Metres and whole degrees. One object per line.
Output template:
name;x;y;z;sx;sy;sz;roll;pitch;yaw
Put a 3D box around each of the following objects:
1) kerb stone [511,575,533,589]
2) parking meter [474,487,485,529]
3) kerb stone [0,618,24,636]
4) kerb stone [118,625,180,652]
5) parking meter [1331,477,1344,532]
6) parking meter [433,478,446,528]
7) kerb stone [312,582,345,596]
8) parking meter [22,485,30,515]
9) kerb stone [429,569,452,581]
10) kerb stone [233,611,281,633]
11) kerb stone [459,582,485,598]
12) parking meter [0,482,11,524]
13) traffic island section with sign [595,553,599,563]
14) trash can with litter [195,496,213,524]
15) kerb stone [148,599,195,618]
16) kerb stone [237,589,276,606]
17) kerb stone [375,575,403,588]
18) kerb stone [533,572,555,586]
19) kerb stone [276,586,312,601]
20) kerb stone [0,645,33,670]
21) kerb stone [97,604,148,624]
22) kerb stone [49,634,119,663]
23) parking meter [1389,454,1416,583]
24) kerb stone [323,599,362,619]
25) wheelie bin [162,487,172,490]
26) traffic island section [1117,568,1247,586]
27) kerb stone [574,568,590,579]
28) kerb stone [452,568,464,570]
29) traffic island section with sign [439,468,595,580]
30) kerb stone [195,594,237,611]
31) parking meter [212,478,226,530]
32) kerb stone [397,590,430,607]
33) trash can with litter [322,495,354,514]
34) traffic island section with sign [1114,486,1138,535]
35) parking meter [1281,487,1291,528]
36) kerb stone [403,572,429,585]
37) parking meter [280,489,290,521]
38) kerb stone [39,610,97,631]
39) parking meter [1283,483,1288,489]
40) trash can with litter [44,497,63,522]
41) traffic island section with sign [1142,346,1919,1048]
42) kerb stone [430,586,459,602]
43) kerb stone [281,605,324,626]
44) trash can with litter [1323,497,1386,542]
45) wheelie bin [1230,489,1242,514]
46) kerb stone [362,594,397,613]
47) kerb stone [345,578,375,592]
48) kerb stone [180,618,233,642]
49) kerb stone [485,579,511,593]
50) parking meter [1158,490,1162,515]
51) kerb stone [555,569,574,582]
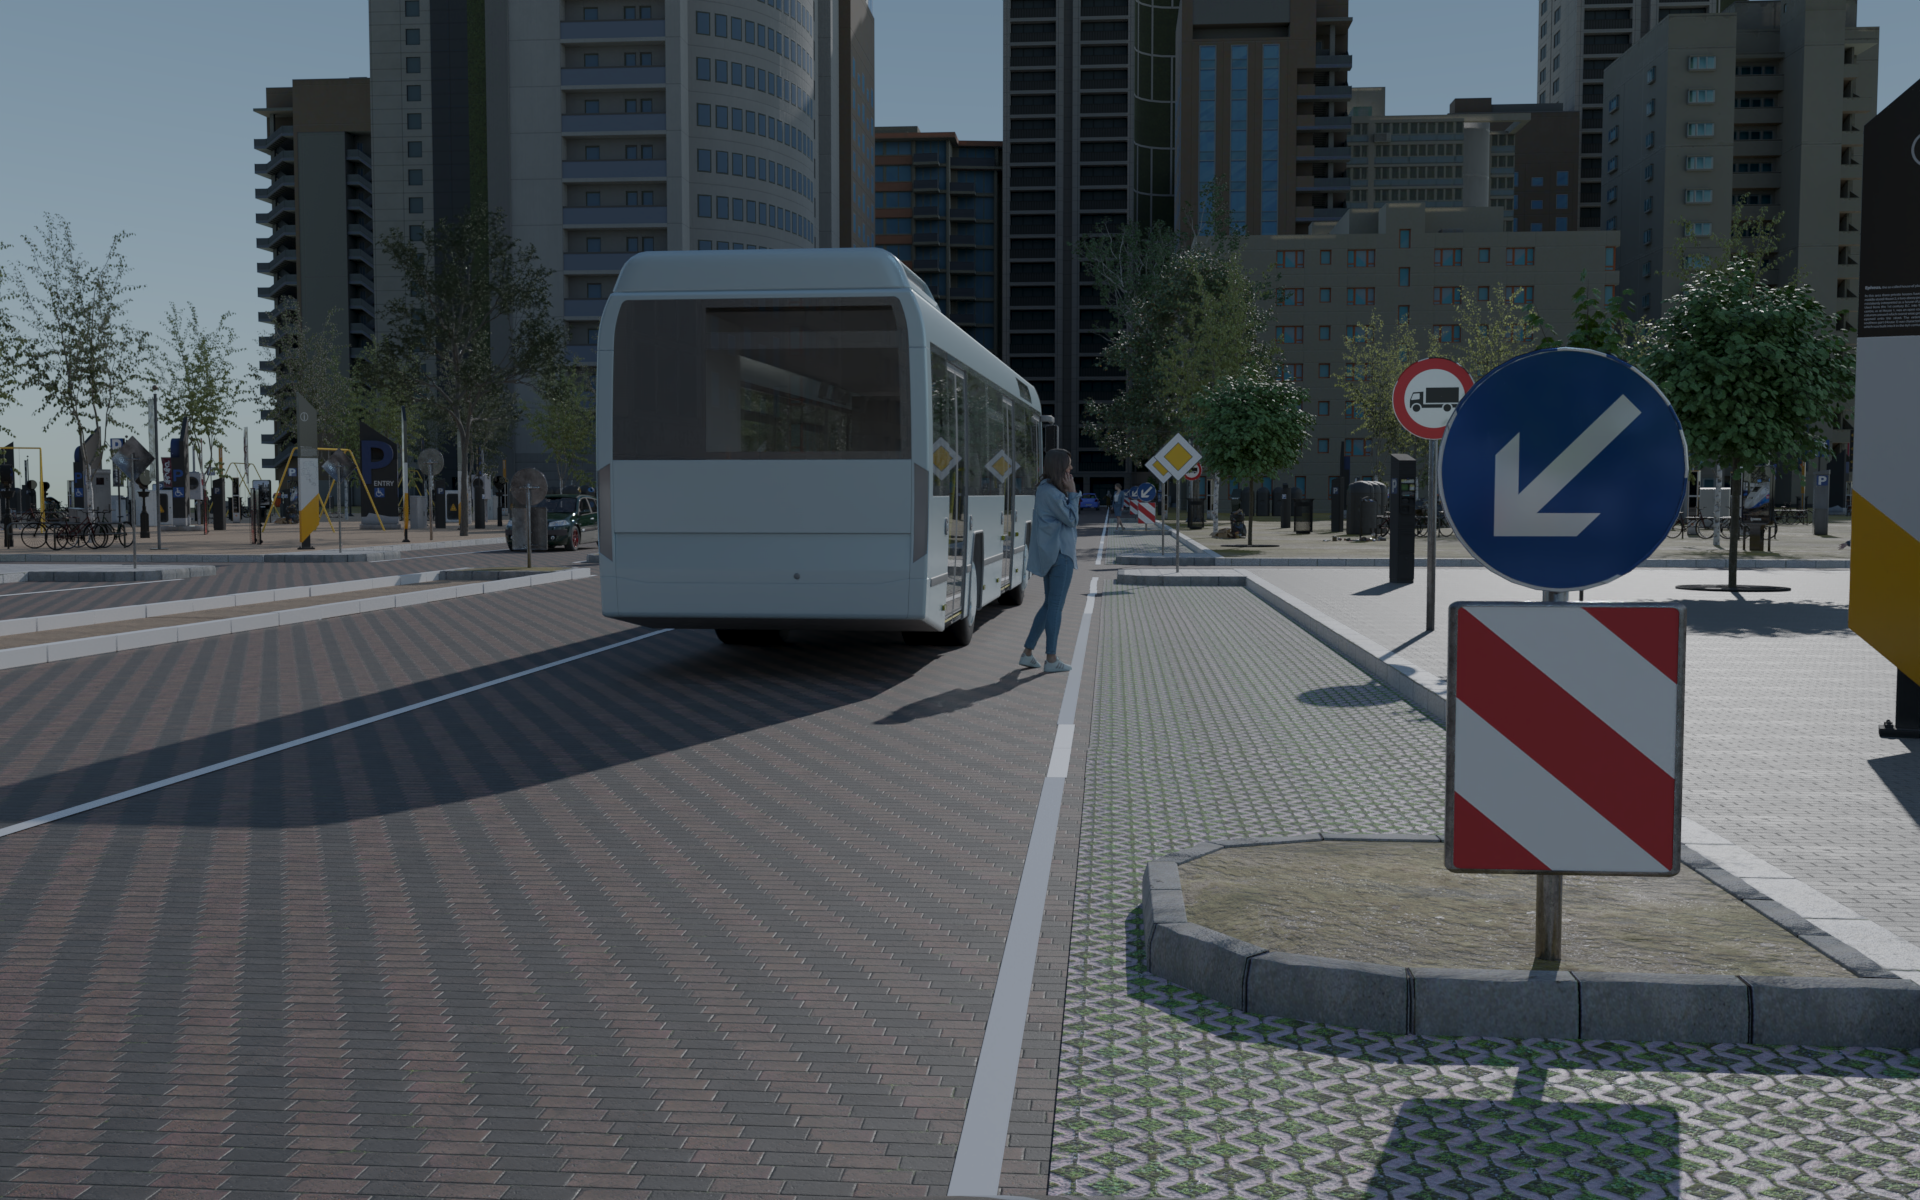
kerb stone;-6.783;-0.256;26.434;0.120;0.150;1.000;0;4;5
parking meter;-17.737;-3.397;63.954;0.372;1.533;0.369;0;3;0
kerb stone;-9.670;0.291;17.437;0.120;0.150;1.000;0;4;5
kerb stone;-7.666;0.366;16.232;0.120;0.150;1.000;0;4;5
parking meter;12.759;-3.233;58.568;0.255;1.863;0.399;-3;5;-39
parking meter;-19.430;-3.606;64.666;0.399;1.863;0.255;-2;4;-28
kerb stone;-9.037;-0.141;24.575;0.120;0.150;1.000;0;4;5
parking meter;-58.077;-6.235;107.654;0.255;1.863;0.399;0;4;3
kerb stone;-8.693;-0.396;28.670;0.120;0.150;1.000;0;4;5
kerb stone;-7.487;0.246;18.273;0.120;0.150;1.000;0;4;5
kerb stone;-6.957;-0.133;24.388;0.120;0.150;1.000;0;4;5
parking meter;-41.328;-4.236;74.969;0.399;1.863;0.255;0;4;-5
traffic island section with sign;-6.895;-1.759;36.902;2.006;1.907;1.989;0;4;5
trash can with litter;-31.729;-3.777;73.147;1.055;1.170;0.624;-2;4;-28
kerb stone;-9.403;0.106;20.500;0.120;0.150;1.000;0;4;5
kerb stone;-9.228;-0.020;22.536;0.120;0.150;1.000;0;4;5
kerb stone;-8.871;-0.268;26.624;0.120;0.150;1.000;0;4;5
kerb stone;-6.687;-0.322;27.456;0.120;0.150;1.000;0;4;5
kerb stone;-9.137;-0.083;23.554;0.120;0.150;1.000;0;4;5
kerb stone;-7.845;0.490;14.187;0.120;0.150;1.000;0;4;5
kerb stone;-9.499;0.166;19.482;0.120;0.150;1.000;0;4;5
kerb stone;-7.755;0.428;15.205;0.120;0.150;1.000;0;4;5
parking meter;6.393;-1.181;25.016;0.255;1.863;0.399;0;4;-8
kerb stone;-7.316;0.115;20.309;0.120;0.150;1.000;0;4;5
wheelie bin;-36.534;-4.410;80.005;0.693;1.594;0.980;1;4;21
traffic island section;3.574;-0.369;28.314;2.009;0.180;2.903;0;4;5
kerb stone;-6.508;-0.447;29.503;0.120;0.150;1.000;0;4;5
kerb stone;-8.600;-0.458;29.688;0.120;0.150;1.000;0;4;5
traffic island section with sign;-7.550;-1.308;29.523;2.006;1.907;1.989;0;4;5
kerb stone;-9.319;0.048;21.519;0.120;0.150;1.000;0;4;5
parking meter;-26.266;-3.405;61.375;0.399;1.863;0.255;0;4;5
kerb stone;-7.133;-0.010;22.352;0.120;0.150;1.000;0;4;5
trash can with litter;-40.315;-6.162;111.801;2.233;1.210;1.678;0;4;-5
traffic island section with sign;6.436;-3.198;60.918;1.989;1.847;2.006;0;4;5
parking meter;12.283;-3.479;65.295;0.372;1.533;0.369;0;3;0
kerb stone;-8.778;-0.331;27.648;0.120;0.150;1.000;0;4;5
parking meter;-32.535;-4.584;83.357;0.372;1.533;0.369;0;3;0
kerb stone;-9.579;0.231;18.464;0.120;0.150;1.000;0;4;5
parking meter;17.226;-5.261;91.722;0.255;1.863;0.399;0;4;2
trash can with litter;-40.328;-4.030;77.283;0.624;1.170;1.055;1;4;19
traffic island section with sign;1.587;0.193;5.467;1.989;1.847;2.006;0;4;5
kerb stone;-7.048;-0.072;23.370;0.120;0.150;1.000;0;4;5
kerb stone;-7.396;0.179;19.290;0.120;0.150;1.000;0;4;5
trash can with litter;10.782;-2.222;47.389;2.233;1.210;1.678;-1;4;-20
wheelie bin;16.413;-5.780;102.404;0.980;1.594;0.693;3;5;40
kerb stone;-7.228;0.053;21.332;0.120;0.150;1.000;0;4;5
kerb stone;-8.955;-0.205;25.599;0.120;0.150;1.000;0;4;5
kerb stone;-7.576;0.308;17.251;0.120;0.150;1.000;0;4;5
kerb stone;-6.858;-0.192;25.406;0.120;0.150;1.000;0;4;5
parking meter;12.074;-5.855;104.147;0.372;1.533;0.369;0;3;0
kerb stone;-6.605;-0.381;28.486;0.120;0.150;1.000;0;4;5
